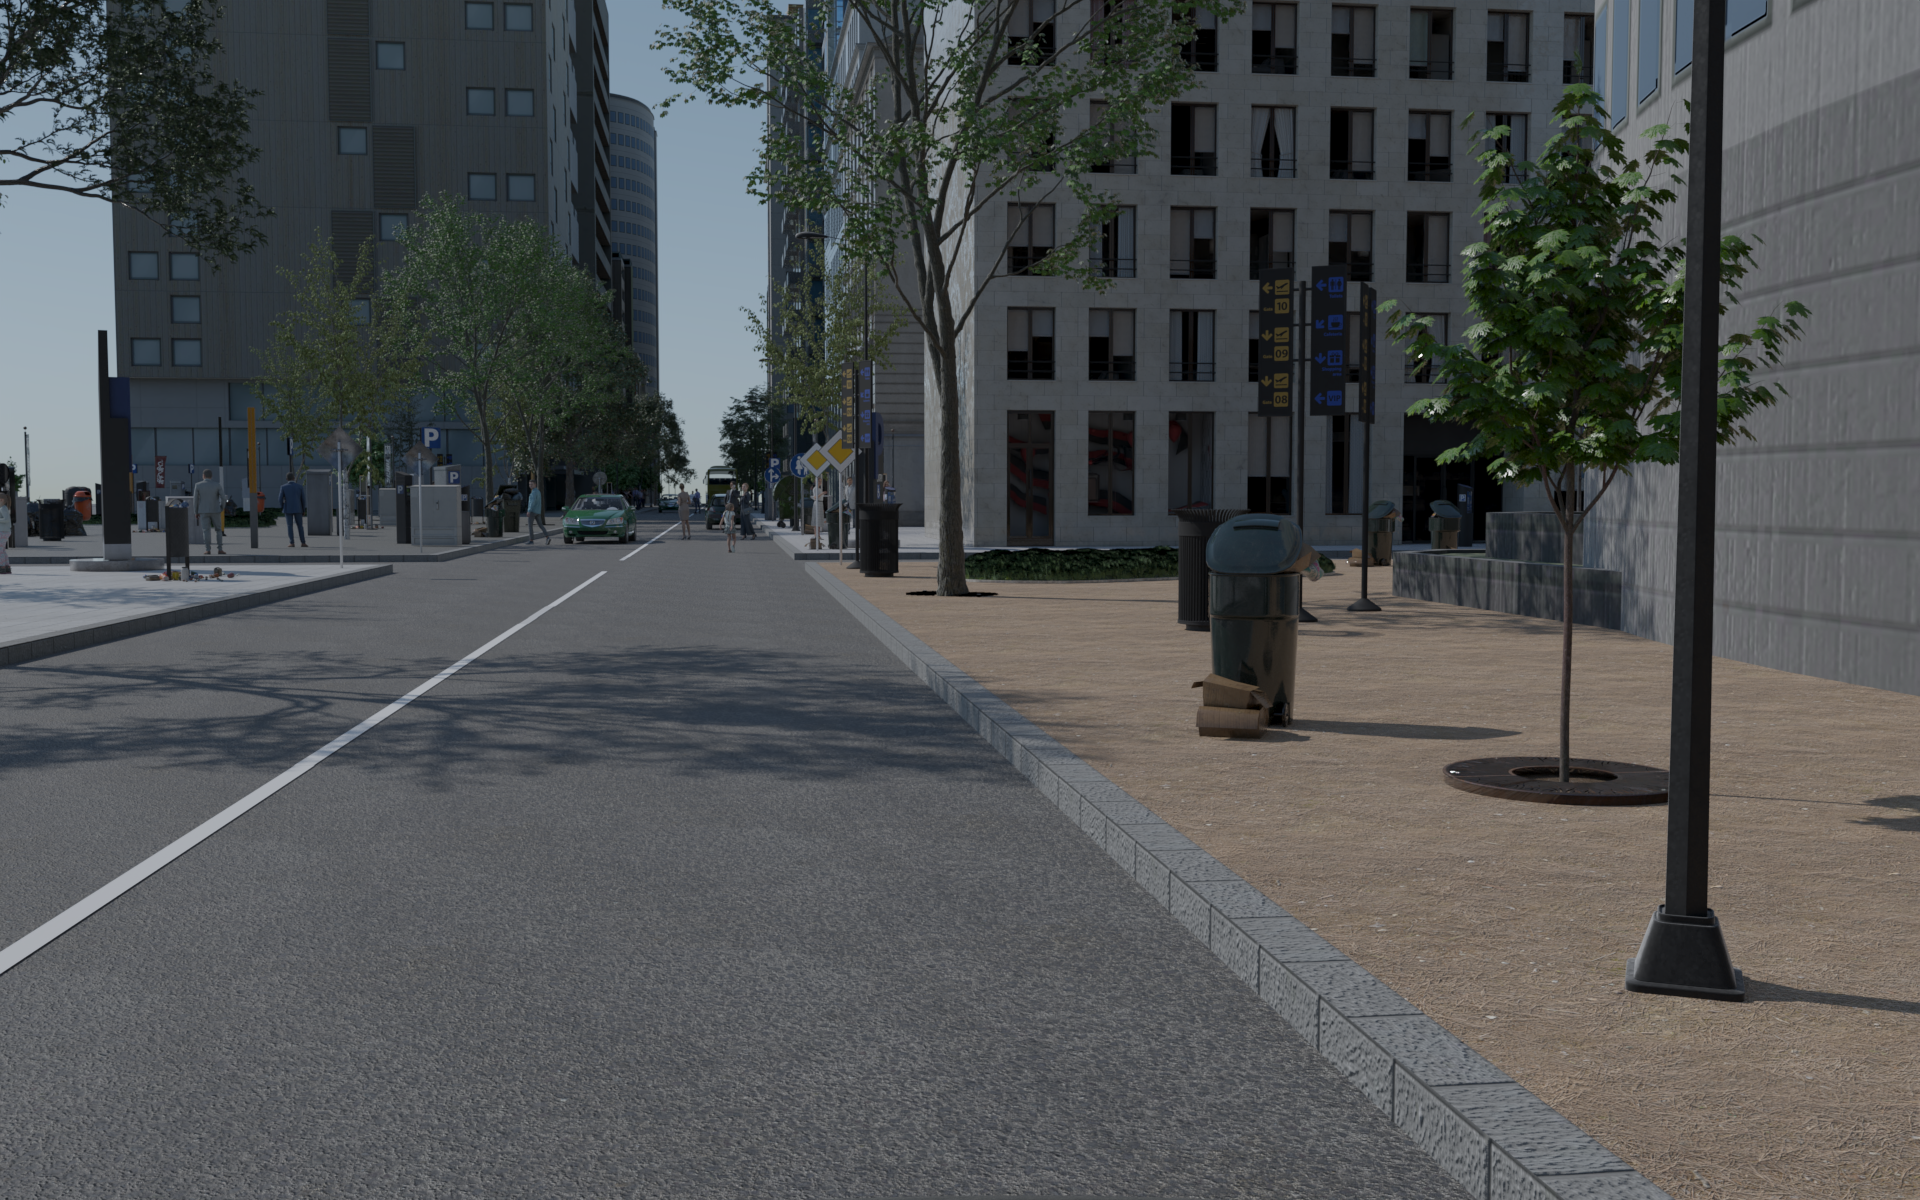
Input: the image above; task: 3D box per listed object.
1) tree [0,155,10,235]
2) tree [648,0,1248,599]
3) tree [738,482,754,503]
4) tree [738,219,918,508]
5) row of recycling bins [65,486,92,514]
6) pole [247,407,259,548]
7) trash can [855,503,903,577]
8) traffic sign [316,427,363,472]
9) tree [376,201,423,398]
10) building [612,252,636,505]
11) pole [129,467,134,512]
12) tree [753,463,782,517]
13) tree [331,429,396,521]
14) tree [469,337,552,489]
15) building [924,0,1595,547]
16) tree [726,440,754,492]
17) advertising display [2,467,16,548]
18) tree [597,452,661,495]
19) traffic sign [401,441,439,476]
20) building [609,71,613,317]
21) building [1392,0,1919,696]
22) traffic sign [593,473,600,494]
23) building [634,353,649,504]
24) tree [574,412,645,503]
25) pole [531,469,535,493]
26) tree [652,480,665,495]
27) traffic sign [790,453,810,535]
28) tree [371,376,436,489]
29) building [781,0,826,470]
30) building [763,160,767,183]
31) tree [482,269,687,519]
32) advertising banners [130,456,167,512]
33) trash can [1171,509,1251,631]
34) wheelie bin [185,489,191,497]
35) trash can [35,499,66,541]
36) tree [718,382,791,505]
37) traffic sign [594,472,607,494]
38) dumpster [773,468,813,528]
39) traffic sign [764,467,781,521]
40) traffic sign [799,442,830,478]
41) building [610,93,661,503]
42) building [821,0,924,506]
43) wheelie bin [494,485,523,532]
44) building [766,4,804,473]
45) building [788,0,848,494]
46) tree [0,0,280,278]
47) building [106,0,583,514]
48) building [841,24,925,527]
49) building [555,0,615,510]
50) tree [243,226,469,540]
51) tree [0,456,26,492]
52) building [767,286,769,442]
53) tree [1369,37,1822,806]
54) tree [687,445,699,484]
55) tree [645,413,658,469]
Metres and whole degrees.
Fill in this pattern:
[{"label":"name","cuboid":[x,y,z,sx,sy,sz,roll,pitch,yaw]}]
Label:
[{"label":"tree","cuboid":[-15.796,-4.496,23.867,4.360,8.622,3.978,0,3,0]},{"label":"tree","cuboid":[-0.267,-5.859,21.555,9.928,11.665,9.643,0,3,0]},{"label":"tree","cuboid":[-32.227,-17.066,262.740,4.285,4.588,4.351,0,3,0]},{"label":"tree","cuboid":[-3.286,-5.780,44.862,4.737,8.622,4.395,0,3,0]},{"label":"row of recycling bins","cuboid":[-46.954,-5.203,92.175,1.069,1.692,3.534,-1,4,-18]},{"label":"pole","cuboid":[-16.682,-2.876,40.861,0.158,3.312,0.155,0,3,0]},{"label":"trash can","cuboid":[-1.255,-0.932,26.885,0.748,1.137,0.748,0,3,0]},{"label":"traffic sign","cuboid":[-10.742,-1.700,29.987,0.795,2.593,0.064,0,4,-8]},{"label":"tree","cuboid":[-16.555,-8.226,60.250,9.928,11.665,9.643,0,3,0]},{"label":"building","cuboid":[-45.736,-26.405,203.422,14.160,30.474,14.107,0,4,-8]},{"label":"pole","cuboid":[-42.735,-5.837,89.278,0.158,3.312,0.155,0,3,0]},{"label":"tree","cuboid":[-10.173,-6.167,95.426,1.663,3.219,1.824,0,3,0]},{"label":"tree","cuboid":[-28.890,-6.130,83.940,4.285,4.588,4.351,0,3,0]},{"label":"tree","cuboid":[-20.445,-7.821,78.234,4.737,8.622,4.395,0,3,0]},{"label":"building","cuboid":[7.972,-11.787,47.477,16.860,20.320,10.420,0,4,-8]},{"label":"tree","cuboid":[-31.005,-18.342,250.259,4.360,8.622,3.978,0,3,0]},{"label":"advertising display","cuboid":[-22.758,-2.213,41.393,0.123,1.923,0.974,-3,5,-42]},{"label":"tree","cuboid":[-23.869,-8.427,121.488,4.285,4.588,4.351,0,3,0]},{"label":"traffic sign","cuboid":[-11.821,-2.184,37.900,0.795,2.593,0.064,0,4,-8]},{"label":"building","cuboid":[-40.803,-31.546,165.895,14.600,45.320,14.200,0,4,-8]},{"label":"building","cuboid":[16.486,-28.654,10.499,21.231,58.520,28.212,0,4,-8]},{"label":"traffic sign","cuboid":[-20.948,-6.150,100.653,0.768,2.556,0.104,0,4,-4]},{"label":"building","cuboid":[-55.018,-23.193,224.249,27.650,21.520,28.899,0,4,-8]},{"label":"tree","cuboid":[-22.109,-9.486,105.465,4.737,8.622,4.395,0,3,0]},{"label":"pole","cuboid":[-25.908,-6.804,105.085,0.158,3.312,0.155,0,3,0]},{"label":"tree","cuboid":[-36.051,-13.016,207.407,1.663,3.219,1.824,0,3,0]},{"label":"traffic sign","cuboid":[-4.905,-3.290,53.903,0.768,2.556,0.104,0,3,0]},{"label":"tree","cuboid":[-34.267,-9.542,106.368,4.360,8.622,3.978,0,3,0]},{"label":"building","cuboid":[-6.226,-33.768,171.722,23.786,49.044,30.456,0,4,-8]},{"label":"building","cuboid":[-14.625,-41.016,259.853,28.713,52.752,27.495,0,4,-8]},{"label":"tree","cuboid":[-19.767,-10.432,87.569,9.611,12.733,9.660,0,3,0]},{"label":"advertising banners","cuboid":[-37.102,-5.046,78.690,2.074,3.025,0.090,-3,4,-38]},{"label":"trash can","cuboid":[2.366,-0.288,16.361,0.748,1.137,0.748,0,3,0]},{"label":"wheelie bin","cuboid":[-47.453,-6.011,106.183,0.693,1.594,0.980,-2,4,-27]},{"label":"trash can","cuboid":[-24.821,-2.181,47.320,0.748,1.137,0.748,0,3,0]},{"label":"tree","cuboid":[-23.366,-17.773,197.237,9.857,13.997,8.962,0,3,0]},{"label":"traffic sign","cuboid":[-20.389,-5.998,98.177,0.768,2.556,0.104,0,4,1]},{"label":"dumpster","cuboid":[-6.354,-3.882,65.958,1.502,2.255,1.985,0,4,-8]},{"label":"traffic sign","cuboid":[-8.770,-4.955,81.119,0.768,2.556,0.104,0,4,-4]},{"label":"traffic sign","cuboid":[-3.204,-2.254,39.050,0.795,2.593,0.064,0,4,-8]},{"label":"building","cuboid":[-54.996,-43.426,252.005,21.231,58.520,28.212,0,4,-8]},{"label":"building","cuboid":[-1.561,-19.725,99.992,11.434,29.767,29.804,0,4,-8]},{"label":"wheelie bin","cuboid":[-15.118,-3.071,58.121,0.980,1.594,0.693,-3,5,-42]},{"label":"building","cuboid":[-13.549,-41.297,217.210,21.231,58.520,28.212,0,4,-8]},{"label":"building","cuboid":[-2.321,-50.611,140.156,22.319,86.520,31.000,0,4,-8]},{"label":"tree","cuboid":[-9.420,-4.913,14.743,7.601,10.594,8.767,1,4,19]},{"label":"building","cuboid":[-41.650,-32.628,122.704,28.713,52.752,27.495,0,4,-8]},{"label":"building","cuboid":[0.071,-13.891,76.269,9.793,20.994,18.267,0,4,-8]},{"label":"building","cuboid":[-41.235,-32.049,147.706,21.300,48.544,21.600,0,4,-8]},{"label":"tree","cuboid":[-17.066,-6.011,48.645,4.737,8.622,4.395,0,3,0]},{"label":"tree","cuboid":[-47.884,-5.680,87.475,1.663,3.219,1.824,0,3,0]},{"label":"building","cuboid":[-19.585,-28.575,238.906,14.160,30.474,14.107,0,4,-8]},{"label":"tree","cuboid":[2.533,-0.788,7.486,1.663,3.219,1.824,0,3,0]},{"label":"tree","cuboid":[-33.243,-16.591,188.263,9.611,12.733,9.660,0,3,0]},{"label":"tree","cuboid":[-29.031,-12.607,156.488,4.737,8.622,4.395,0,3,0]}]
